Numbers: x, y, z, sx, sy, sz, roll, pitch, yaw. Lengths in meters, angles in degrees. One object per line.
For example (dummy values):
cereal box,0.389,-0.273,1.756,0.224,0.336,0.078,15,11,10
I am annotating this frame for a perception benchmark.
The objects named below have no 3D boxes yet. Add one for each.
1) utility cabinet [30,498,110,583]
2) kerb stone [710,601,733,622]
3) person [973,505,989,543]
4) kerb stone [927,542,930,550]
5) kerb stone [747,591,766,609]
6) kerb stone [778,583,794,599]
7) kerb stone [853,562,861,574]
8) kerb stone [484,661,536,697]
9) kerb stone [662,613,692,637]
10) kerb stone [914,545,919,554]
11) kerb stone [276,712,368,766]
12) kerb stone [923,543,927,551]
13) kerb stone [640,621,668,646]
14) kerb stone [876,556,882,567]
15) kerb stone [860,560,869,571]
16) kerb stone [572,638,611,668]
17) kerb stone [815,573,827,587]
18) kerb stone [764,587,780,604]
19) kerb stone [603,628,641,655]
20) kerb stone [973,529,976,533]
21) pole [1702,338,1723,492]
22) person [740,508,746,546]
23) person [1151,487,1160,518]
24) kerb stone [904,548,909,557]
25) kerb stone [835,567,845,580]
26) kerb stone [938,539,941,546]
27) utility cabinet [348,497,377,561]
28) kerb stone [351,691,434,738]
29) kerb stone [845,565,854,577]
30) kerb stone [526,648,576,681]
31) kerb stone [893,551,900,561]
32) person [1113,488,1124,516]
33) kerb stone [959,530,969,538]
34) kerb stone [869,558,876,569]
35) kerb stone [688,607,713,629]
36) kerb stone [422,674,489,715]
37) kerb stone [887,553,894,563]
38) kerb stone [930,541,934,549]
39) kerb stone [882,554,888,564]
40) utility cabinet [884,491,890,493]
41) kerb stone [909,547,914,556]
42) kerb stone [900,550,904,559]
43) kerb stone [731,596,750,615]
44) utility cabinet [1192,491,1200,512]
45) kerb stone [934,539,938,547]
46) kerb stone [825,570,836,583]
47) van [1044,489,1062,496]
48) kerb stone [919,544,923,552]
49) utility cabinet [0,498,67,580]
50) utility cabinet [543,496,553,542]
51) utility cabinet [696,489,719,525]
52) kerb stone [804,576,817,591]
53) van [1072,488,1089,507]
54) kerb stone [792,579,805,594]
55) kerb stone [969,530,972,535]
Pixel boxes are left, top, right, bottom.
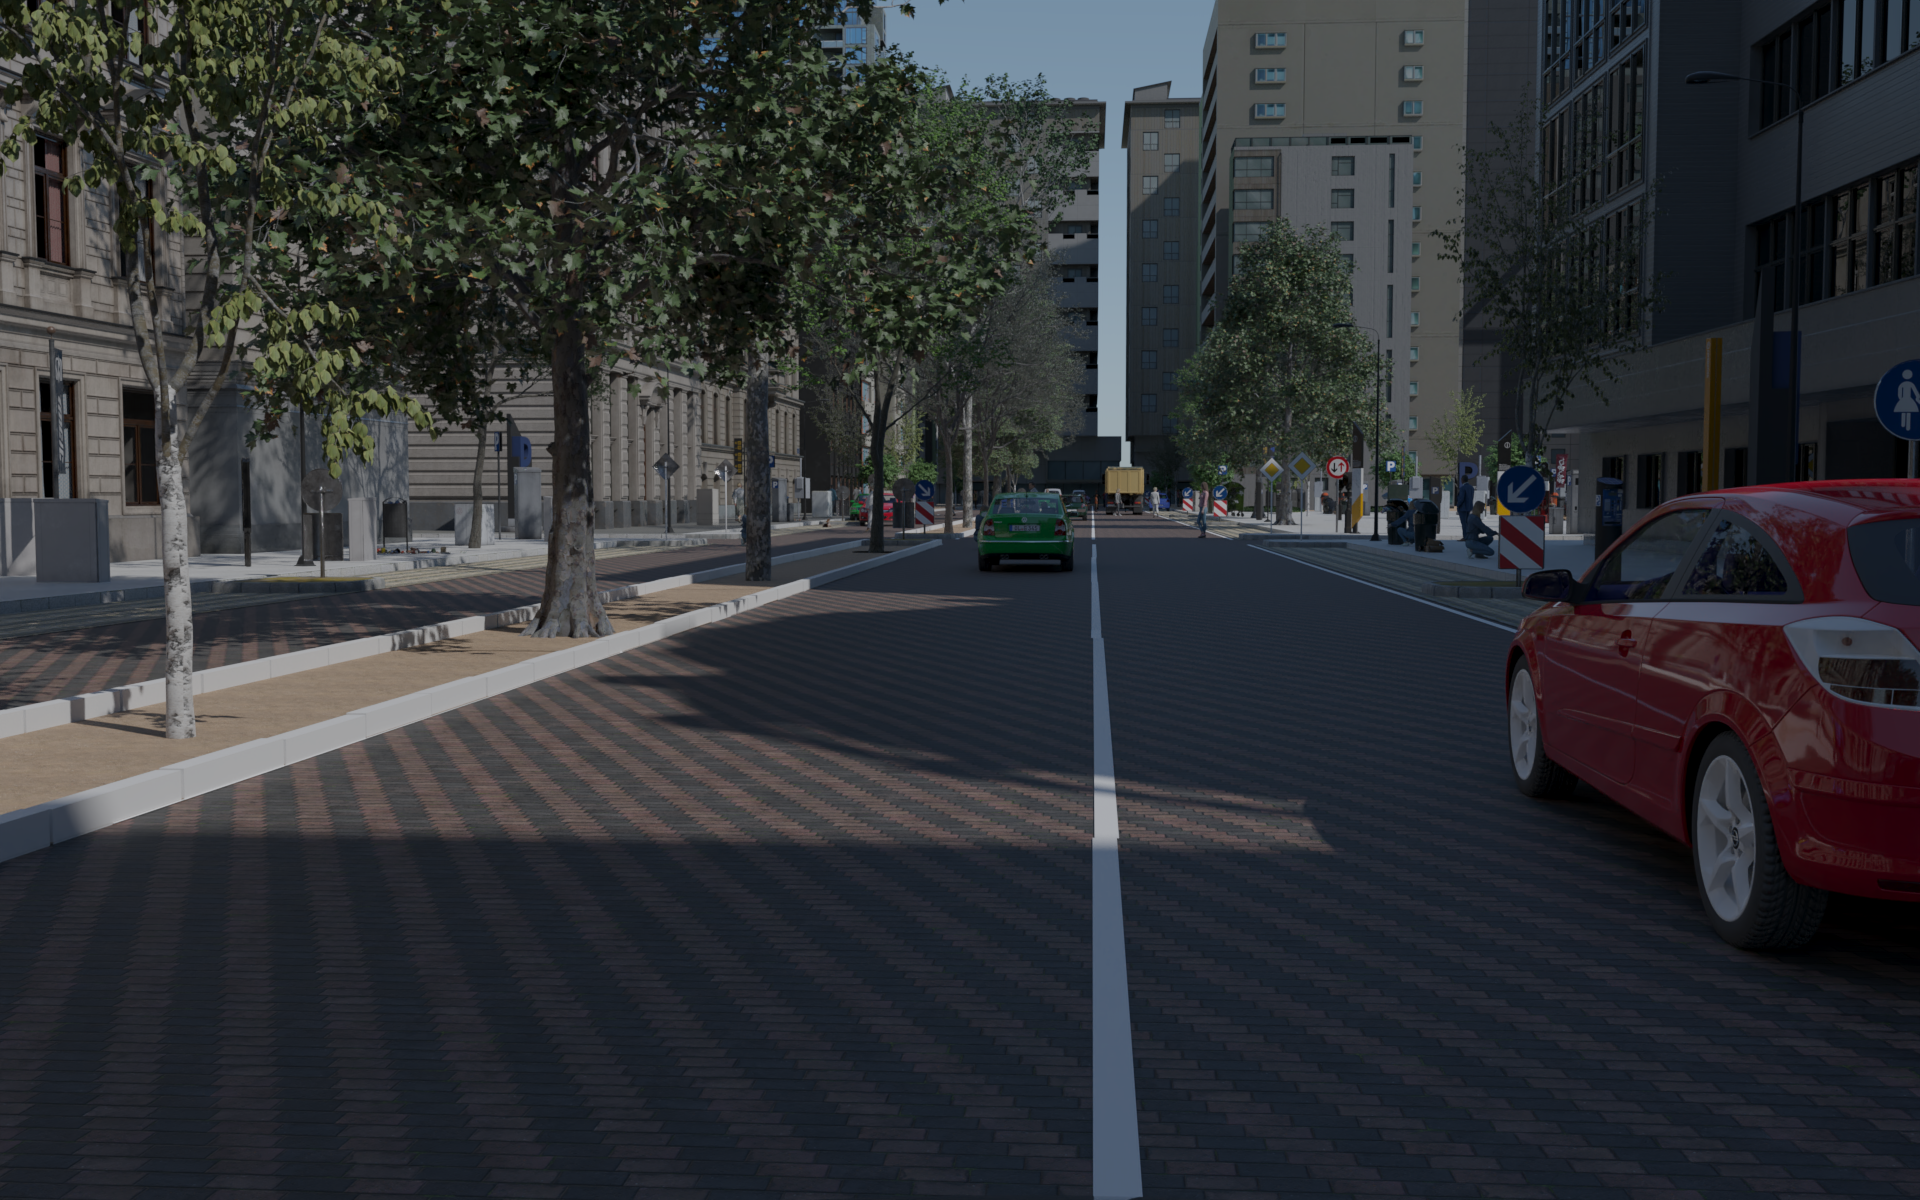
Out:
utility cabinet,-12.944,-0.862,25.262,1.020,1.237,0.306,1,4,10
kerb stone,-2.786,0.145,19.826,0.120,0.150,1.000,0,4,4
person,0.645,-1.907,45.171,0.738,1.151,1.012,-2,4,-30
kerb stone,-0.926,-1.354,44.339,0.120,0.150,1.000,0,4,4
kerb stone,-2.636,0.020,21.871,0.120,0.150,1.000,0,4,4
kerb stone,-2.479,-0.105,23.913,0.120,0.150,1.000,0,4,4
kerb stone,-1.946,-0.541,31.065,0.120,0.150,1.000,0,4,4
kerb stone,-3.342,0.588,12.683,0.120,0.150,1.000,0,4,4
kerb stone,-2.953,0.270,17.783,0.120,0.150,1.000,0,4,4
kerb stone,-1.157,-1.167,41.272,0.120,0.150,1.000,0,4,4
kerb stone,-3.568,0.777,9.618,0.120,0.150,1.000,0,4,4
kerb stone,-1.003,-1.292,43.320,0.120,0.150,1.000,0,4,4
kerb stone,-3.030,0.341,16.765,0.120,0.150,1.000,0,4,4
kerb stone,-1.701,-0.729,34.133,0.120,0.150,1.000,0,4,4
kerb stone,-1.862,-0.605,32.084,0.120,0.150,1.000,0,4,4
kerb stone,-3.186,0.464,14.726,0.120,0.150,1.000,0,4,4
kerb stone,-2.247,-0.293,26.978,0.120,0.150,1.000,0,4,4
kerb stone,-2.566,-0.040,22.895,0.120,0.150,1.000,0,4,4
kerb stone,-3.111,0.394,15.746,0.120,0.150,1.000,0,4,4
kerb stone,0.373,-2.390,61.291,0.120,0.150,1.000,0,4,4
pole,9.854,-1.767,22.726,0.158,3.312,0.155,0,3,0
person,-5.685,-2.075,47.924,0.738,1.151,1.012,1,4,18
person,11.838,-5.911,105.022,0.514,1.842,0.818,0,4,-3
kerb stone,-1.317,-1.039,39.229,0.120,0.150,1.000,0,4,4
kerb stone,-2.099,-0.417,29.017,0.120,0.150,1.000,0,4,4
kerb stone,-0.695,-1.542,47.412,0.120,0.150,1.000,0,4,4
utility cabinet,-11.562,-1.366,33.504,0.306,1.237,1.020,0,4,-5
kerb stone,-3.498,0.706,10.645,0.120,0.150,1.000,0,4,4
kerb stone,-2.014,-0.480,30.035,0.120,0.150,1.000,0,4,4
kerb stone,-3.266,0.521,13.707,0.120,0.150,1.000,0,4,4
kerb stone,-1.467,-0.917,37.190,0.120,0.150,1.000,0,4,4
person,10.477,-6.481,114.644,0.728,1.800,0.709,3,4,38
kerb stone,0.134,-2.204,58.232,0.120,0.150,1.000,0,4,4
kerb stone,-1.783,-0.667,33.106,0.120,0.150,1.000,0,4,4
kerb stone,-2.876,0.207,18.808,0.120,0.150,1.000,0,4,4
kerb stone,-3.426,0.644,11.665,0.120,0.150,1.000,0,4,4
kerb stone,-1.544,-0.854,36.171,0.120,0.150,1.000,0,4,4
kerb stone,-0.852,-1.416,45.365,0.120,0.150,1.000,0,4,4
kerb stone,-1.627,-0.790,35.152,0.120,0.150,1.000,0,4,4
utility cabinet,-4.849,-6.926,121.923,1.173,1.500,0.318,-1,4,-22
kerb stone,-1.236,-1.103,40.252,0.120,0.150,1.000,0,4,4
kerb stone,-1.398,-0.979,38.209,0.120,0.150,1.000,0,4,4
kerb stone,-2.716,0.085,20.847,0.120,0.150,1.000,0,4,4
utility cabinet,16.890,-7.066,124.201,0.318,1.500,1.173,0,4,-5
kerb stone,-0.769,-1.480,46.393,0.120,0.150,1.000,0,4,4
kerb stone,-2.175,-0.355,27.998,0.120,0.150,1.000,0,4,4
van,7.448,-8.080,139.116,2.013,2.044,4.112,0,4,4
kerb stone,-1.080,-1.229,42.295,0.120,0.150,1.000,0,4,4
utility cabinet,-14.742,-0.990,27.345,1.020,1.237,0.306,-2,4,-34
utility cabinet,-10.837,-2.194,47.041,0.306,1.237,1.020,2,4,31
utility cabinet,-10.313,-3.800,70.801,0.318,1.500,1.173,-3,5,-42
kerb stone,-2.323,-0.230,25.957,0.120,0.150,1.000,0,4,4
van,12.706,-10.835,184.165,2.013,2.044,4.112,0,4,6
kerb stone,-2.404,-0.164,24.933,0.120,0.150,1.000,0,4,4
kerb stone,0.217,-2.266,59.251,0.120,0.150,1.000,0,4,4
